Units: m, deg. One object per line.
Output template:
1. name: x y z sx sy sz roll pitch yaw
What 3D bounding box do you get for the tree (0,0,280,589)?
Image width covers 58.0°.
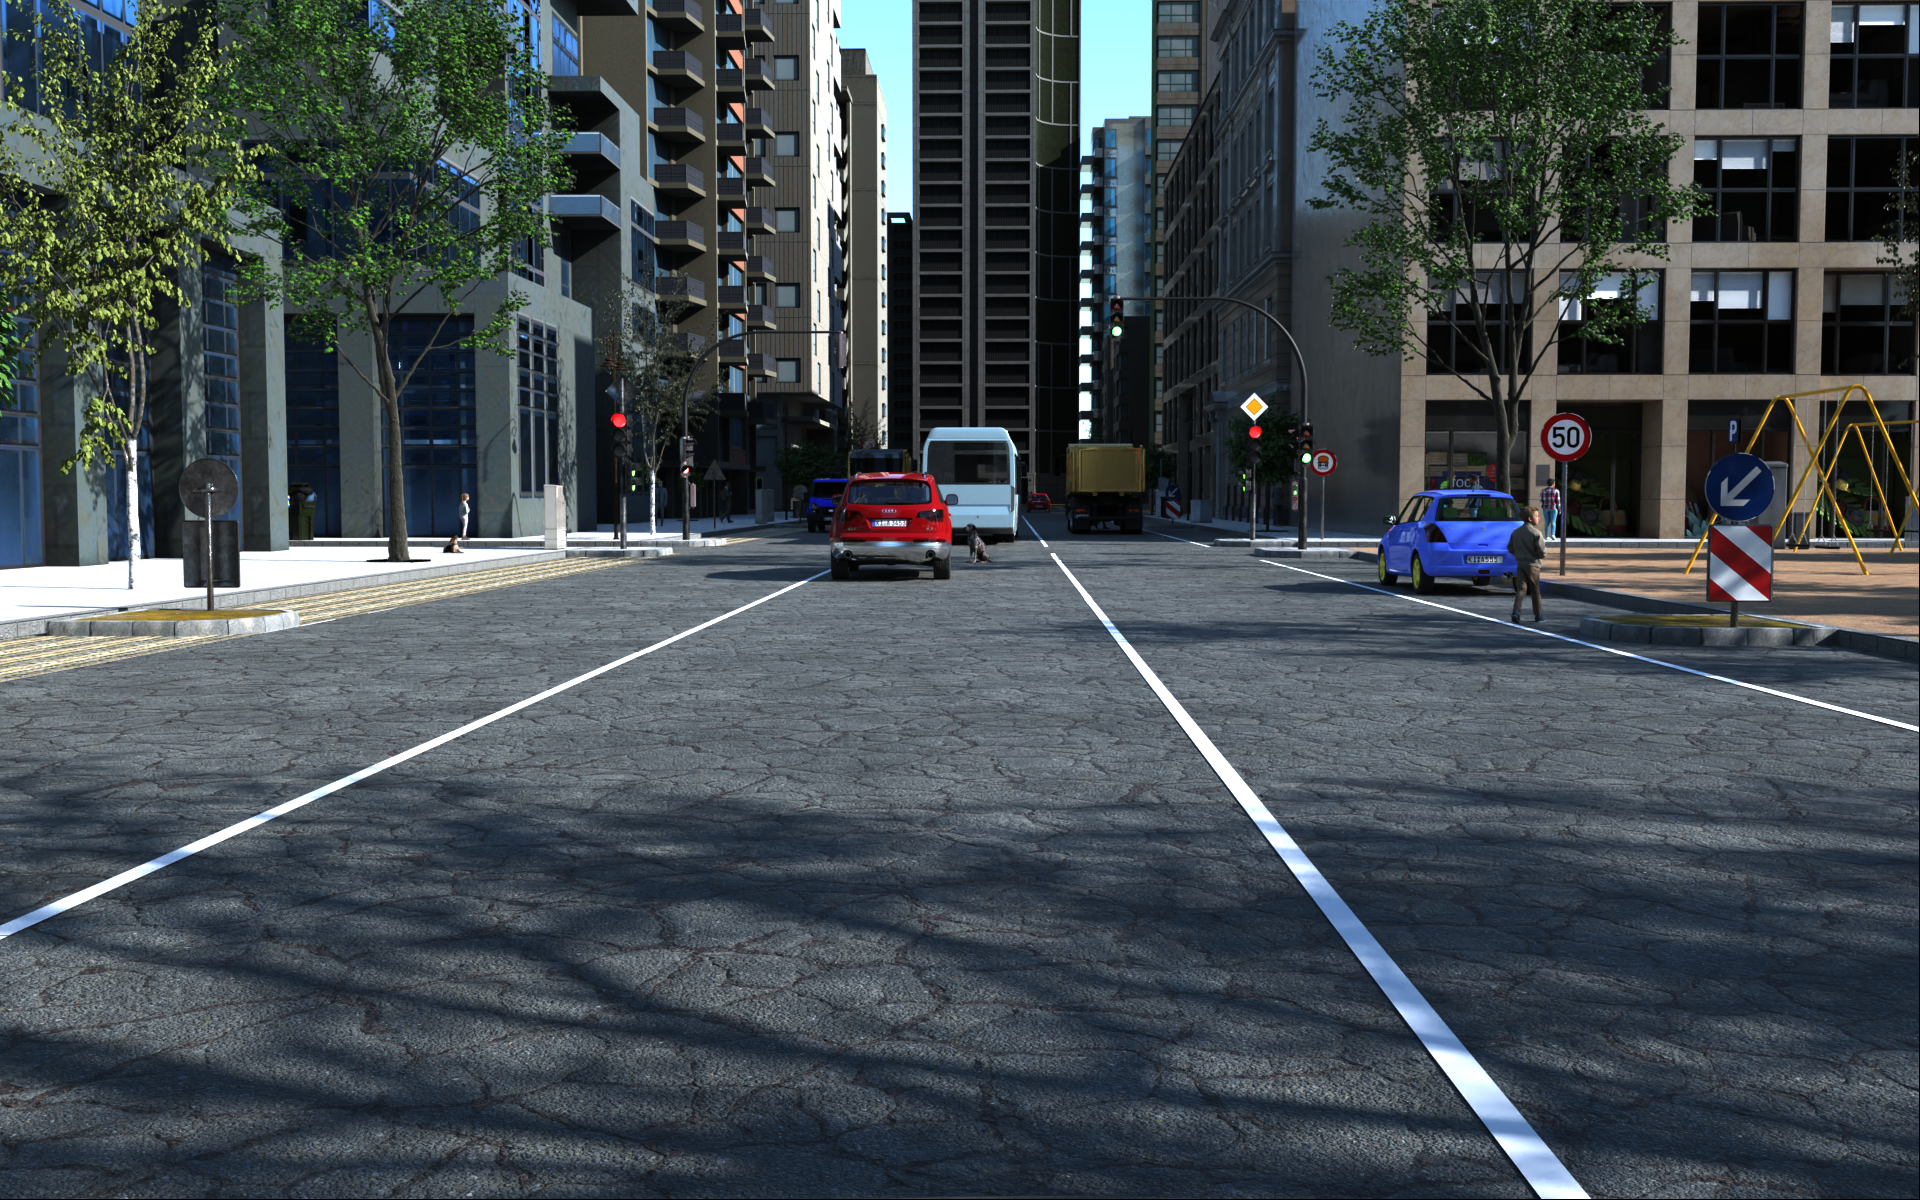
1. tree: -11.342 -4.442 22.994 4.737 8.622 4.395 0 3 0

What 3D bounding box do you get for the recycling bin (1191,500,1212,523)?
1. recycling bin: 10.793 -3.966 77.405 0.722 1.027 0.722 -2 4 -27

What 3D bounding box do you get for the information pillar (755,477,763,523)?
1. information pillar: -8.779 -4.350 75.621 0.304 2.012 0.304 -1 4 -19

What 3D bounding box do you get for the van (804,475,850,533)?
1. van: -4.660 -3.775 66.106 2.240 2.365 5.245 0 4 2

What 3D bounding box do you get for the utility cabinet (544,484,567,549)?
1. utility cabinet: -9.412 -1.937 40.354 0.318 1.500 1.173 0 4 -2

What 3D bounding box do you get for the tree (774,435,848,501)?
1. tree: -8.698 -6.886 96.307 4.285 4.588 4.351 0 3 0

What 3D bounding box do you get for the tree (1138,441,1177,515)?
1. tree: 11.954 -8.053 115.379 4.285 4.588 4.351 0 3 0

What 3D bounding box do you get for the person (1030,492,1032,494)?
1. person: 8.066 -11.558 198.263 0.721 1.735 1.217 3 4 37

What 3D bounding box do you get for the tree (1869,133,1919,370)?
1. tree: 19.080 -5.011 32.290 4.360 8.622 3.978 0 3 0

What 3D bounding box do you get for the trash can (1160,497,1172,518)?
1. trash can: 11.180 -5.025 93.809 0.748 1.137 0.748 0 3 0

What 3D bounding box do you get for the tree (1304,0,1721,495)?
1. tree: 10.246 -6.523 32.415 9.928 11.665 9.643 0 3 0

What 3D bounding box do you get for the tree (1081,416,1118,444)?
1. tree: 13.150 -12.961 162.269 4.737 8.622 4.395 0 3 0

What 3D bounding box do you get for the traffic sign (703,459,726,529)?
1. traffic sign: -9.131 -3.939 64.406 0.884 2.594 0.081 0 4 6

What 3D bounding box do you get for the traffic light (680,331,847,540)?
1. traffic light: -5.553 -4.507 48.363 4.771 5.953 1.251 0 4 1

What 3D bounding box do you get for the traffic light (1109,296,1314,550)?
1. traffic light: 5.811 -3.991 39.922 4.771 5.953 1.251 0 4 1

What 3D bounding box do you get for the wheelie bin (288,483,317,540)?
1. wheelie bin: -18.307 -2.460 48.127 0.693 1.594 0.980 2 4 24

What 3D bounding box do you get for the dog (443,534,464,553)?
1. dog: -10.992 -1.221 37.694 0.550 0.427 0.748 0 4 -1

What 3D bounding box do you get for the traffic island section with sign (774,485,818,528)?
1. traffic island section with sign: -6.729 -3.944 73.104 1.989 1.847 2.006 0 4 1

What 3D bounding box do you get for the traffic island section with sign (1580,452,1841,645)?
1. traffic island section with sign: 7.373 -0.534 17.355 1.989 1.847 2.006 0 4 1

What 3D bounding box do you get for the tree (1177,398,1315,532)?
1. tree: 10.473 -4.618 59.216 4.285 4.588 4.351 0 3 0

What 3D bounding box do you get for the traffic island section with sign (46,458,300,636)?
1. traffic island section with sign: -8.146 -0.589 18.262 1.989 1.847 2.006 0 4 1

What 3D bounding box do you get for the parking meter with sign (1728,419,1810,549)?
1. parking meter with sign: 18.816 -2.690 40.240 1.738 3.016 0.543 0 4 3

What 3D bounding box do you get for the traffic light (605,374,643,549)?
1. traffic light: -7.852 -3.149 40.399 0.839 4.253 0.868 0 4 1

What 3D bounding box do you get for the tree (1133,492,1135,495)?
1. tree: 12.694 -8.194 128.571 1.663 3.219 1.824 0 3 0

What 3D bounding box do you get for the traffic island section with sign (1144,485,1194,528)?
1. traffic island section with sign: 8.807 -3.944 73.111 1.989 1.847 2.006 0 4 1

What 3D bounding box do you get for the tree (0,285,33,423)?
1. tree: -11.291 -2.078 17.696 4.285 4.588 4.351 0 3 0

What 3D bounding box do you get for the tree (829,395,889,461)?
1. tree: -7.484 -10.910 128.738 4.360 8.622 3.978 0 3 0

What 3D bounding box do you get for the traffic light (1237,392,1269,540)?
1. traffic light: 8.110 -3.613 47.992 0.839 4.253 0.868 0 4 1

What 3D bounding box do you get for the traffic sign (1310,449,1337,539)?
1. traffic sign: 10.240 -2.984 48.899 0.768 2.556 0.104 1 4 10

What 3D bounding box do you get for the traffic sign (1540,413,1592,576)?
1. traffic sign: 9.482 -1.656 27.182 0.768 2.556 0.104 1 4 10

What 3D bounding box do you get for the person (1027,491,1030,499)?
1. person: 7.087 -10.437 180.079 0.436 1.711 0.756 0 4 2

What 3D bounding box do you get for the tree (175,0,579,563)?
1. tree: -10.765 -6.521 32.378 9.928 11.665 9.643 0 3 0

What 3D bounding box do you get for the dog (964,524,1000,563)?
1. dog: 0.492 -1.182 36.166 0.800 0.831 0.513 0 4 4

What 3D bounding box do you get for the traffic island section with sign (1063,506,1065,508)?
1. traffic island section with sign: 11.488 -10.284 176.771 1.989 1.847 2.006 0 4 1

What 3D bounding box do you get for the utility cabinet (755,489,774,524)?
1. utility cabinet: -8.920 -4.345 79.722 0.318 1.500 1.173 1 4 19

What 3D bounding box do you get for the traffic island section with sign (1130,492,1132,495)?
1. traffic island section with sign: 9.499 -5.592 100.057 1.989 1.847 2.006 0 4 1

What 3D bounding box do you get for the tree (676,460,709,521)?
1. tree: -13.082 -5.395 82.811 1.663 3.219 1.824 0 3 0

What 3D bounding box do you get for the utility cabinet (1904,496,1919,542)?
1. utility cabinet: 25.881 -2.190 46.965 0.306 1.237 1.020 1 4 19

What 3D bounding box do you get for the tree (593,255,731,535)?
1. tree: -9.509 -6.377 54.619 4.360 8.622 3.978 0 3 0

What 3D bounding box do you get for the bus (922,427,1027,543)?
1. bus: 0.563 -3.643 54.417 2.948 3.499 13.247 0 4 3
